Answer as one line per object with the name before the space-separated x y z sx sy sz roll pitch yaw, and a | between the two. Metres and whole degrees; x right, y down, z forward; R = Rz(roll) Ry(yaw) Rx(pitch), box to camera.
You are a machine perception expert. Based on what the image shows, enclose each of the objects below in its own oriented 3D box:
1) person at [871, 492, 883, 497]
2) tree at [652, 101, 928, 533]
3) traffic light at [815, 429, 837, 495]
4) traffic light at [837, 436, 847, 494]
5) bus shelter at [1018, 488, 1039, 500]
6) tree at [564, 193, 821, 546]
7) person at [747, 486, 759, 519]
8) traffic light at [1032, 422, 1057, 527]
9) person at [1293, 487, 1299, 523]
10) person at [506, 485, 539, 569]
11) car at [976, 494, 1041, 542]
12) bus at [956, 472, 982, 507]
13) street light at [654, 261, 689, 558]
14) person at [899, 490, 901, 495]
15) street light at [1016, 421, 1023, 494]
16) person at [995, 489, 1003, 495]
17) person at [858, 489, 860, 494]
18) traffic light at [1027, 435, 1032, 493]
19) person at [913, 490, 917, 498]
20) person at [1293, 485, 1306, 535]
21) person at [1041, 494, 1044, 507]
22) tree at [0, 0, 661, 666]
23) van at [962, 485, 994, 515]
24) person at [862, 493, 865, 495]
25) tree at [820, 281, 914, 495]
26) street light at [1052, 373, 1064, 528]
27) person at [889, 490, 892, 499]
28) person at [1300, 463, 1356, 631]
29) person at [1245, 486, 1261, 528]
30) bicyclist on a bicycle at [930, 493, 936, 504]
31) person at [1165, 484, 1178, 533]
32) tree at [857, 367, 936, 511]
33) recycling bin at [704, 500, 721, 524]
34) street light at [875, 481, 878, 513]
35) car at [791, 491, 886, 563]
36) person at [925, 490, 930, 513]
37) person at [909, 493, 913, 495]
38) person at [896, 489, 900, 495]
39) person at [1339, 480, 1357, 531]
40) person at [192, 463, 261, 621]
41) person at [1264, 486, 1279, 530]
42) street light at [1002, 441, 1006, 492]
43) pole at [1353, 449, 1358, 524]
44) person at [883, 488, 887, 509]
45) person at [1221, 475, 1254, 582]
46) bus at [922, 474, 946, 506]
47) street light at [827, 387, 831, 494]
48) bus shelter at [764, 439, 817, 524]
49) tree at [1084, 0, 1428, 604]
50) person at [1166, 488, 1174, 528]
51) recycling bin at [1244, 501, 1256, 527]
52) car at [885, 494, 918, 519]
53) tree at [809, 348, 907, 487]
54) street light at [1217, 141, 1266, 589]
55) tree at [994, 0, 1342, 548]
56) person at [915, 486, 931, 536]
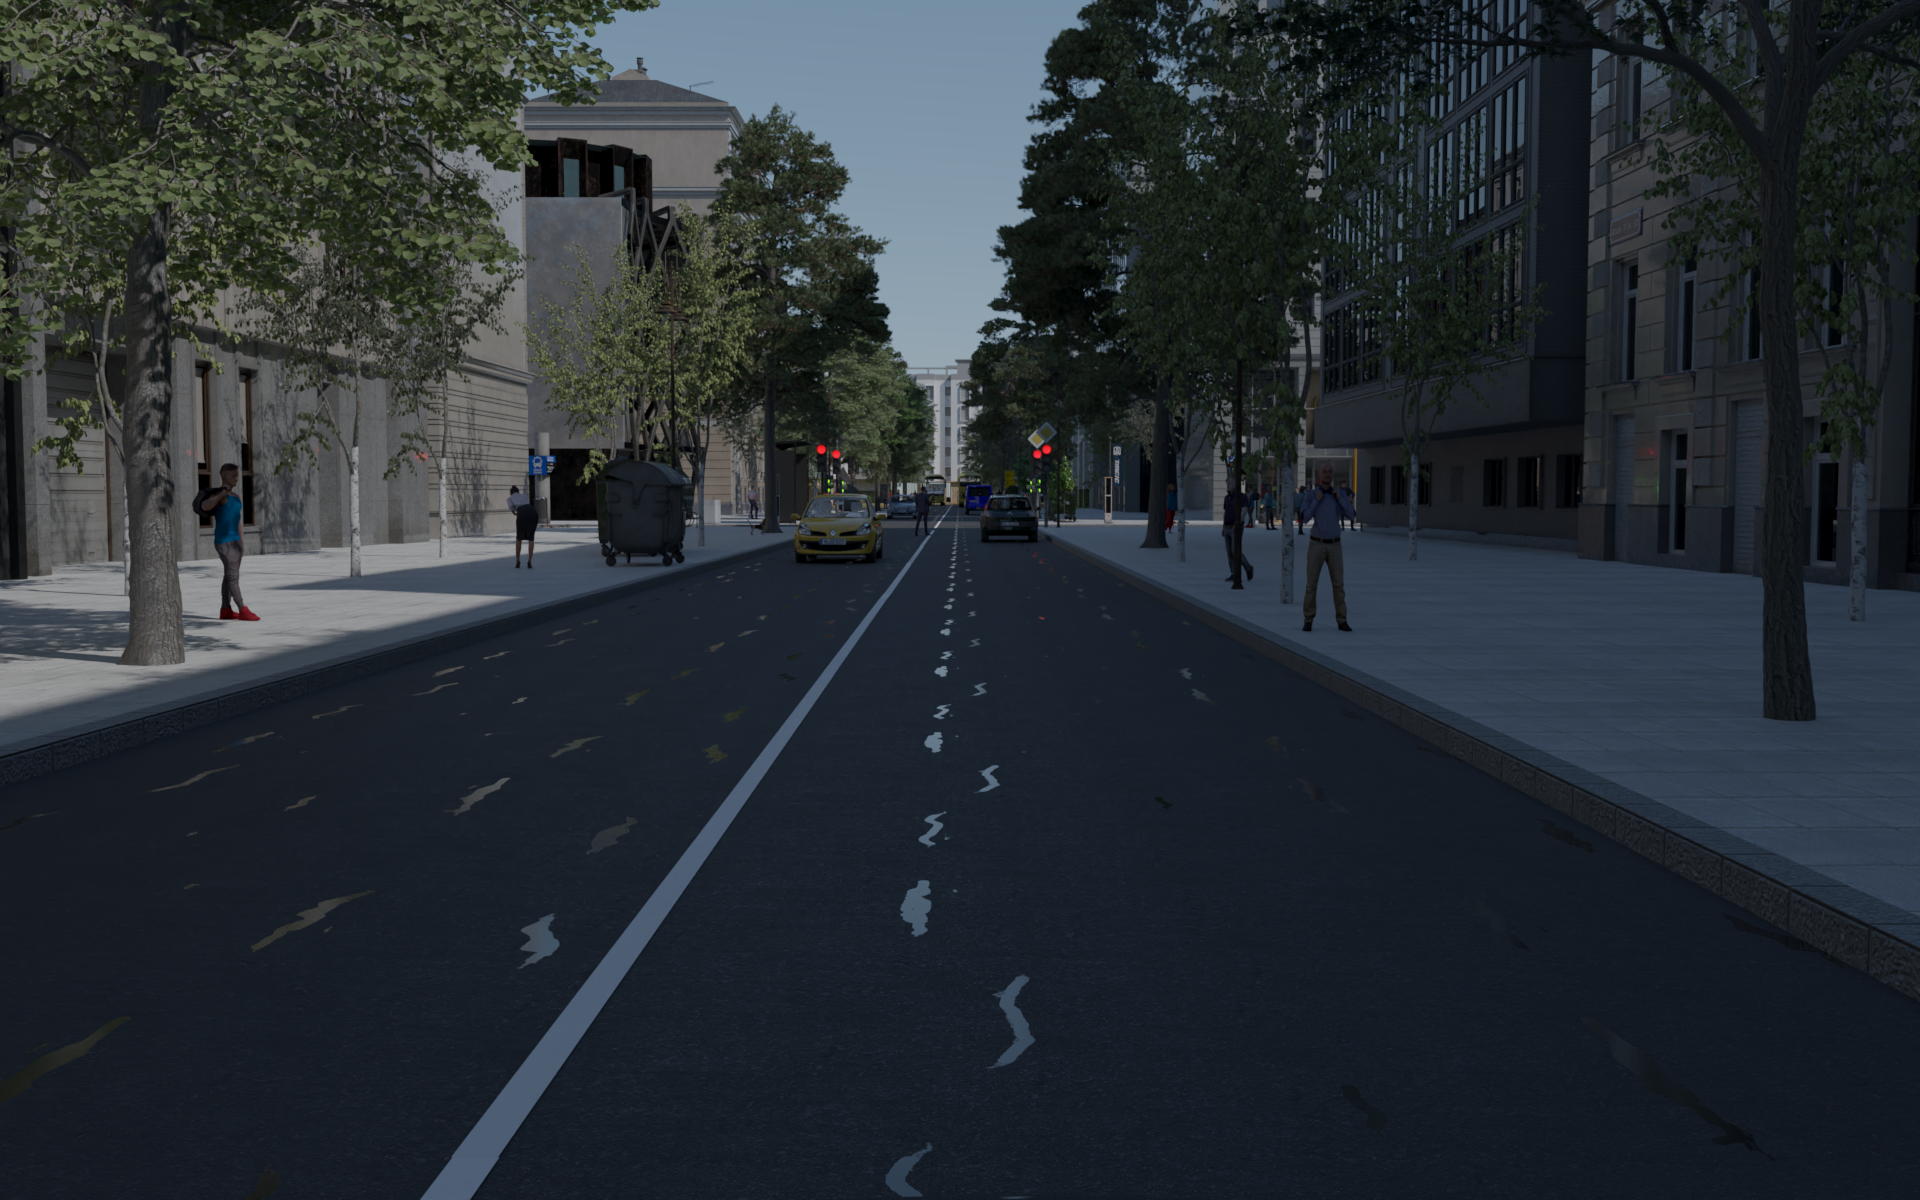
person | -7.584 -9.374 159.240 1.348 1.831 0.705 0 4 7
tree | -6.085 -9.148 56.986 7.806 13.903 7.818 0 3 0
traffic light | -5.270 -4.720 66.423 0.839 4.213 0.868 0 3 0
traffic light | -5.269 -5.209 74.408 0.839 4.213 0.868 0 3 0
bus shelter | 5.437 -8.701 136.178 2.014 3.302 5.546 0 3 0
tree | -6.520 -5.628 42.388 4.737 8.622 4.395 0 3 0
person | -10.443 -4.939 87.739 0.436 1.711 0.756 -2 4 -34
traffic light | 3.292 -4.721 66.439 0.839 4.213 0.868 0 3 0
person | 14.887 -4.224 76.978 0.662 1.594 0.647 -3 5 -39
person | -7.590 -1.269 29.983 0.799 1.438 0.628 2 4 24
car | 1.494 -2.635 52.863 2.009 1.686 4.222 0 4 1
bus | 1.049 -12.093 189.262 2.896 3.916 12.252 0 4 0
street light | -5.727 -3.778 34.550 0.468 5.910 1.993 0 3 0
person | -6.635 -11.387 192.753 0.750 1.759 0.617 -1 4 -13
street light | 3.688 -8.156 106.143 0.468 5.910 1.993 0 3 0
person | 3.970 -10.295 174.376 1.348 1.822 0.705 1 4 13
person | -9.681 -9.758 166.412 0.721 1.723 1.217 1 4 17
traffic light | 3.292 -5.210 74.424 0.839 4.213 0.868 0 3 0
person | -5.652 -13.052 219.994 0.990 1.755 0.434 -1 4 -19
person | 10.698 -2.820 54.365 0.429 1.552 0.499 -1 4 -15
person | 8.266 -10.097 174.312 0.628 1.438 0.799 -3 5 -39
tree | -5.749 -5.802 12.986 7.486 12.596 7.792 0 3 0
van | 1.301 -7.144 121.184 2.240 2.365 5.245 0 4 -1
person | -12.783 -13.294 226.629 0.697 1.427 0.421 1 4 21
tree | -6.284 -10.286 86.296 7.486 12.596 7.792 0 3 0
street light | 3.764 -5.706 66.074 0.468 5.910 1.993 0 3 0
person | -8.791 -13.108 220.303 1.348 1.831 0.705 -1 4 -13
person | 3.442 -0.496 16.223 0.516 1.574 0.319 0 4 7
person | 11.020 -3.522 65.500 0.662 1.594 0.647 3 4 36
bicyclist on a bicycle | -3.245 -12.074 207.425 1.499 1.676 1.625 0 4 1
person | 6.849 -2.965 56.221 0.593 1.614 0.444 -1 4 -12
tree | -6.331 -12.518 130.426 9.928 11.665 9.643 0 3 0
recycling bin | -10.716 -3.778 74.325 0.722 1.027 0.722 1 4 9
street light | -5.711 -8.885 118.060 0.468 5.910 1.993 0 3 0
car | -2.584 -1.659 37.354 2.015 1.641 3.980 0 4 0
person | -2.624 -7.594 133.485 0.655 1.722 0.431 -3 5 -44
person | -5.450 -10.867 186.954 0.697 1.427 0.421 1 4 16
person | -5.451 -8.918 152.774 0.530 1.710 0.541 -2 4 -24
person | 13.371 -3.257 59.752 0.683 1.767 0.568 0 4 -7
person | -7.411 -0.590 17.551 0.662 1.594 0.647 0 4 -5
person | 10.942 -3.235 61.144 0.499 1.552 0.429 -3 5 -41
street light | 3.746 -10.791 149.218 0.468 5.910 1.993 0 3 0
pole | 16.898 -4.903 74.010 0.158 3.312 0.155 0 3 0
person | -6.519 -8.622 147.543 0.750 1.759 0.617 3 5 42
person | 4.086 -1.045 25.332 0.471 1.553 0.569 0 4 3
bus | -3.059 -13.673 215.107 2.896 3.916 12.252 0 4 1
street light | -5.637 -6.243 74.864 0.468 5.910 1.993 0 3 0
bus shelter | -7.510 -5.253 77.170 1.731 3.624 6.357 0 4 0
tree | 3.589 -4.259 19.998 4.737 8.622 4.395 0 3 0
person | 7.876 -3.507 65.847 0.523 1.526 0.387 -3 4 -36
recycling bin | 10.939 -3.328 66.960 0.722 1.027 0.722 -3 4 -37
car | -3.318 -5.419 100.604 2.014 1.417 4.499 0 3 0
tree | -6.954 -11.630 112.198 6.751 12.117 7.091 0 3 0
street light | 3.743 -3.083 23.189 0.468 5.910 1.993 0 3 0
tree | 4.754 -8.145 40.590 7.806 13.903 7.818 0 3 0
person | -1.278 -3.070 59.609 0.541 1.710 0.530 2 4 34
